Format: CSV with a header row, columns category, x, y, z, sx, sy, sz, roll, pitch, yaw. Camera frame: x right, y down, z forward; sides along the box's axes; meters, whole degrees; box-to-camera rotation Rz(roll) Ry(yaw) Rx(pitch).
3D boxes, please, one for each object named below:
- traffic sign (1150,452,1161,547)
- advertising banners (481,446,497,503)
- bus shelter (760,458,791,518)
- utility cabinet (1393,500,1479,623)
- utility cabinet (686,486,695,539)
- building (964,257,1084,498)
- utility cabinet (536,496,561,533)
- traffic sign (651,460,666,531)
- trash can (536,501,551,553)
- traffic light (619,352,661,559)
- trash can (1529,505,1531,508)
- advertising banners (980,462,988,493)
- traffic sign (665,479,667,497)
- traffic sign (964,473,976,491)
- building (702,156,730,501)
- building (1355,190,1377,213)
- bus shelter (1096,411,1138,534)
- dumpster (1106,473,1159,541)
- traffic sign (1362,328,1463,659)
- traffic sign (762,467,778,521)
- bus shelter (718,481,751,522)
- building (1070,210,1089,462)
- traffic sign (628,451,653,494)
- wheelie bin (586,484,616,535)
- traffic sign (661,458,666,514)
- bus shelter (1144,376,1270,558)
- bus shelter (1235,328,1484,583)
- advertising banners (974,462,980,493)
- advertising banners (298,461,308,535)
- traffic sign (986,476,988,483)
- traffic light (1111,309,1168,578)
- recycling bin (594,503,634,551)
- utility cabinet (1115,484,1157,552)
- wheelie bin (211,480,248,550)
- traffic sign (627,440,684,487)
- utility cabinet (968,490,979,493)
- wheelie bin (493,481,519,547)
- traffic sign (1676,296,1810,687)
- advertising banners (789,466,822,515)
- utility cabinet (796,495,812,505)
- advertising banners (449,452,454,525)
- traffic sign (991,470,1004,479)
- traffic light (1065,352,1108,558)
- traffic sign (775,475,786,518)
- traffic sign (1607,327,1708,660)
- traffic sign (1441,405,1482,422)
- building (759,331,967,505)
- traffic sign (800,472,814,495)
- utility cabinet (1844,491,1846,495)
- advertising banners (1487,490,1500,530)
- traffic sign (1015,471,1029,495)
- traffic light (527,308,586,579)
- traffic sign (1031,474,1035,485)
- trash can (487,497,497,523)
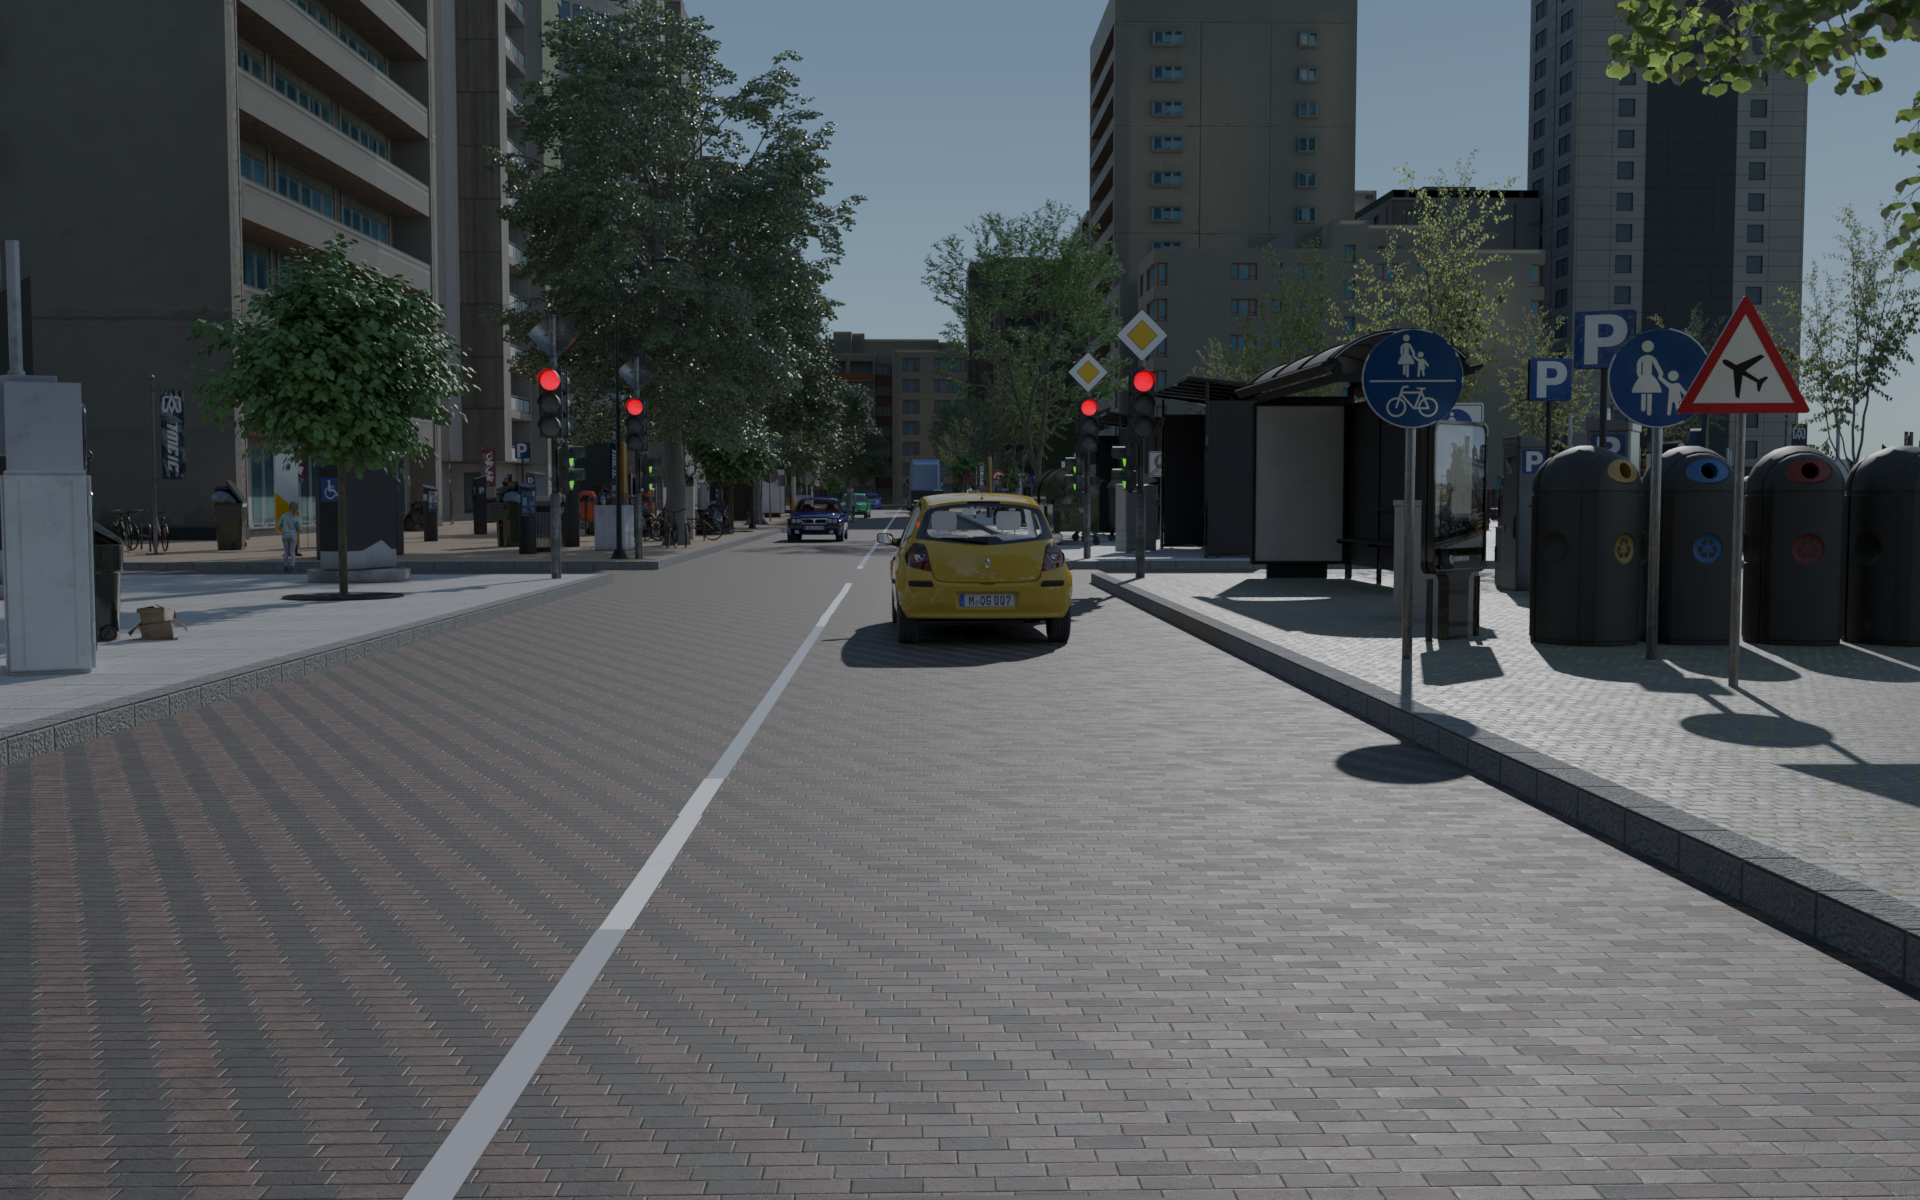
category,x,y,z,sx,sy,sz,roll,pitch,yaw
traffic sign,4.826,-2.408,41.506,0.606,2.300,0.079,0,4,3
advertising banners,-16.562,-4.137,63.820,2.074,3.025,0.090,-1,4,-11
bus shelter,-10.372,-6.307,97.045,2.014,3.302,5.546,0,4,-1
utility cabinet,4.861,-0.399,17.685,0.306,1.237,1.020,-2,4,-24
utility cabinet,-7.741,-2.490,49.384,0.318,1.500,1.173,0,4,-6
building,7.757,-27.049,213.953,14.107,30.474,14.160,0,4,-2
utility cabinet,-13.563,-2.782,56.642,1.020,1.237,0.306,-1,4,-18
traffic sign,-10.707,-3.720,60.930,0.768,2.556,0.104,0,4,5
trash can,-9.250,-1.621,38.162,0.748,1.137,0.748,0,3,0
traffic light,-6.341,-2.767,34.165,0.839,4.253,0.868,0,4,-2
trash can,31.018,-5.037,94.000,0.748,1.137,0.748,0,3,0
advertising banners,1.636,-6.078,95.566,0.090,3.025,2.074,3,4,37
traffic sign,-10.841,-3.916,64.127,0.768,2.556,0.104,0,4,1
traffic sign,0.604,-6.432,105.273,0.768,2.556,0.104,0,4,3
building,-43.232,-34.388,216.863,28.867,44.769,22.147,0,4,-2
building,50.750,-32.562,224.269,23.993,40.220,32.217,0,4,-2
bus shelter,4.912,-3.723,52.146,1.731,3.624,6.357,0,4,-2
dumpster,4.675,-2.508,46.758,1.264,1.857,1.865,0,4,-2
traffic sign,3.481,-0.814,13.410,0.768,2.556,0.104,0,4,5
traffic sign,-8.887,-4.952,81.068,0.768,2.556,0.104,0,4,2
bus shelter,-10.252,-5.530,81.698,1.731,3.624,6.357,0,4,-2
building,26.593,-32.518,223.552,23.993,40.220,32.217,0,4,-2
traffic sign,-9.289,-3.073,50.352,0.768,2.556,0.104,0,4,5
wheelie bin,-11.238,-2.816,53.951,0.980,1.594,0.693,3,5,42
traffic sign,-10.565,-3.752,61.454,0.768,2.556,0.104,0,4,7
bus shelter,5.303,-2.831,37.567,1.731,3.624,6.357,0,4,-2
bus shelter,5.312,-1.838,23.977,2.014,3.302,5.546,0,4,-2
advertising banners,0.833,-5.889,92.480,0.090,3.025,2.074,0,4,4
advertising banners,-15.034,-2.746,41.088,2.074,3.025,0.090,1,4,12
traffic sign,2.015,-6.638,108.634,0.768,2.556,0.104,0,4,5
traffic light,2.745,-2.296,26.453,0.839,4.253,0.868,0,4,-2
recycling bin,-7.852,-1.638,39.336,0.722,1.027,0.722,0,4,7
utility cabinet,3.894,-1.806,38.204,0.318,1.500,1.173,3,5,40
wheelie bin,-16.740,-1.944,39.692,0.693,1.594,0.980,-1,4,-13
traffic sign,-11.495,-4.349,64.982,2.265,3.308,0.079,0,4,3
utility cabinet,0.804,-5.830,104.000,0.318,1.500,1.173,1,4,21
wheelie bin,-10.924,-2.096,42.170,0.980,1.594,0.693,3,5,42
traffic sign,5.161,-0.702,11.484,0.884,2.594,0.081,0,4,-1
advertising banners,-9.540,-6.770,106.871,2.074,3.025,0.090,0,4,-6
utility cabinet,-8.222,-4.823,90.018,1.020,1.237,0.306,0,4,-6
advertising banners,-21.189,-4.643,72.093,0.090,3.025,2.074,-1,4,-13
traffic sign,2.074,-5.679,92.963,0.768,2.556,0.104,0,4,4
traffic light,2.516,-2.784,34.434,0.839,4.253,0.868,0,4,-2
traffic sign,-9.478,-5.455,91.322,0.606,2.300,0.079,0,4,6
traffic sign,5.363,-0.810,13.356,0.768,2.556,0.104,0,4,8
traffic sign,5.559,-1.062,19.497,0.606,2.300,0.079,0,4,4
building,-13.947,-22.991,220.937,28.899,21.520,27.650,0,4,-2
traffic sign,-8.499,-5.865,96.001,0.768,2.556,0.104,0,4,2
utility cabinet,19.017,-1.741,37.138,1.173,1.500,0.318,3,4,37
advertising banners,18.846,-4.044,62.300,2.074,3.025,0.090,2,4,25
traffic sign,3.416,-5.838,95.559,0.768,2.556,0.104,0,4,6
traffic light,-6.112,-2.279,26.184,0.839,4.253,0.868,0,4,-2
traffic sign,4.864,-6.724,110.043,0.768,2.556,0.104,0,4,4
trash can,-20.994,-4.026,77.474,0.748,1.137,0.748,0,3,0
